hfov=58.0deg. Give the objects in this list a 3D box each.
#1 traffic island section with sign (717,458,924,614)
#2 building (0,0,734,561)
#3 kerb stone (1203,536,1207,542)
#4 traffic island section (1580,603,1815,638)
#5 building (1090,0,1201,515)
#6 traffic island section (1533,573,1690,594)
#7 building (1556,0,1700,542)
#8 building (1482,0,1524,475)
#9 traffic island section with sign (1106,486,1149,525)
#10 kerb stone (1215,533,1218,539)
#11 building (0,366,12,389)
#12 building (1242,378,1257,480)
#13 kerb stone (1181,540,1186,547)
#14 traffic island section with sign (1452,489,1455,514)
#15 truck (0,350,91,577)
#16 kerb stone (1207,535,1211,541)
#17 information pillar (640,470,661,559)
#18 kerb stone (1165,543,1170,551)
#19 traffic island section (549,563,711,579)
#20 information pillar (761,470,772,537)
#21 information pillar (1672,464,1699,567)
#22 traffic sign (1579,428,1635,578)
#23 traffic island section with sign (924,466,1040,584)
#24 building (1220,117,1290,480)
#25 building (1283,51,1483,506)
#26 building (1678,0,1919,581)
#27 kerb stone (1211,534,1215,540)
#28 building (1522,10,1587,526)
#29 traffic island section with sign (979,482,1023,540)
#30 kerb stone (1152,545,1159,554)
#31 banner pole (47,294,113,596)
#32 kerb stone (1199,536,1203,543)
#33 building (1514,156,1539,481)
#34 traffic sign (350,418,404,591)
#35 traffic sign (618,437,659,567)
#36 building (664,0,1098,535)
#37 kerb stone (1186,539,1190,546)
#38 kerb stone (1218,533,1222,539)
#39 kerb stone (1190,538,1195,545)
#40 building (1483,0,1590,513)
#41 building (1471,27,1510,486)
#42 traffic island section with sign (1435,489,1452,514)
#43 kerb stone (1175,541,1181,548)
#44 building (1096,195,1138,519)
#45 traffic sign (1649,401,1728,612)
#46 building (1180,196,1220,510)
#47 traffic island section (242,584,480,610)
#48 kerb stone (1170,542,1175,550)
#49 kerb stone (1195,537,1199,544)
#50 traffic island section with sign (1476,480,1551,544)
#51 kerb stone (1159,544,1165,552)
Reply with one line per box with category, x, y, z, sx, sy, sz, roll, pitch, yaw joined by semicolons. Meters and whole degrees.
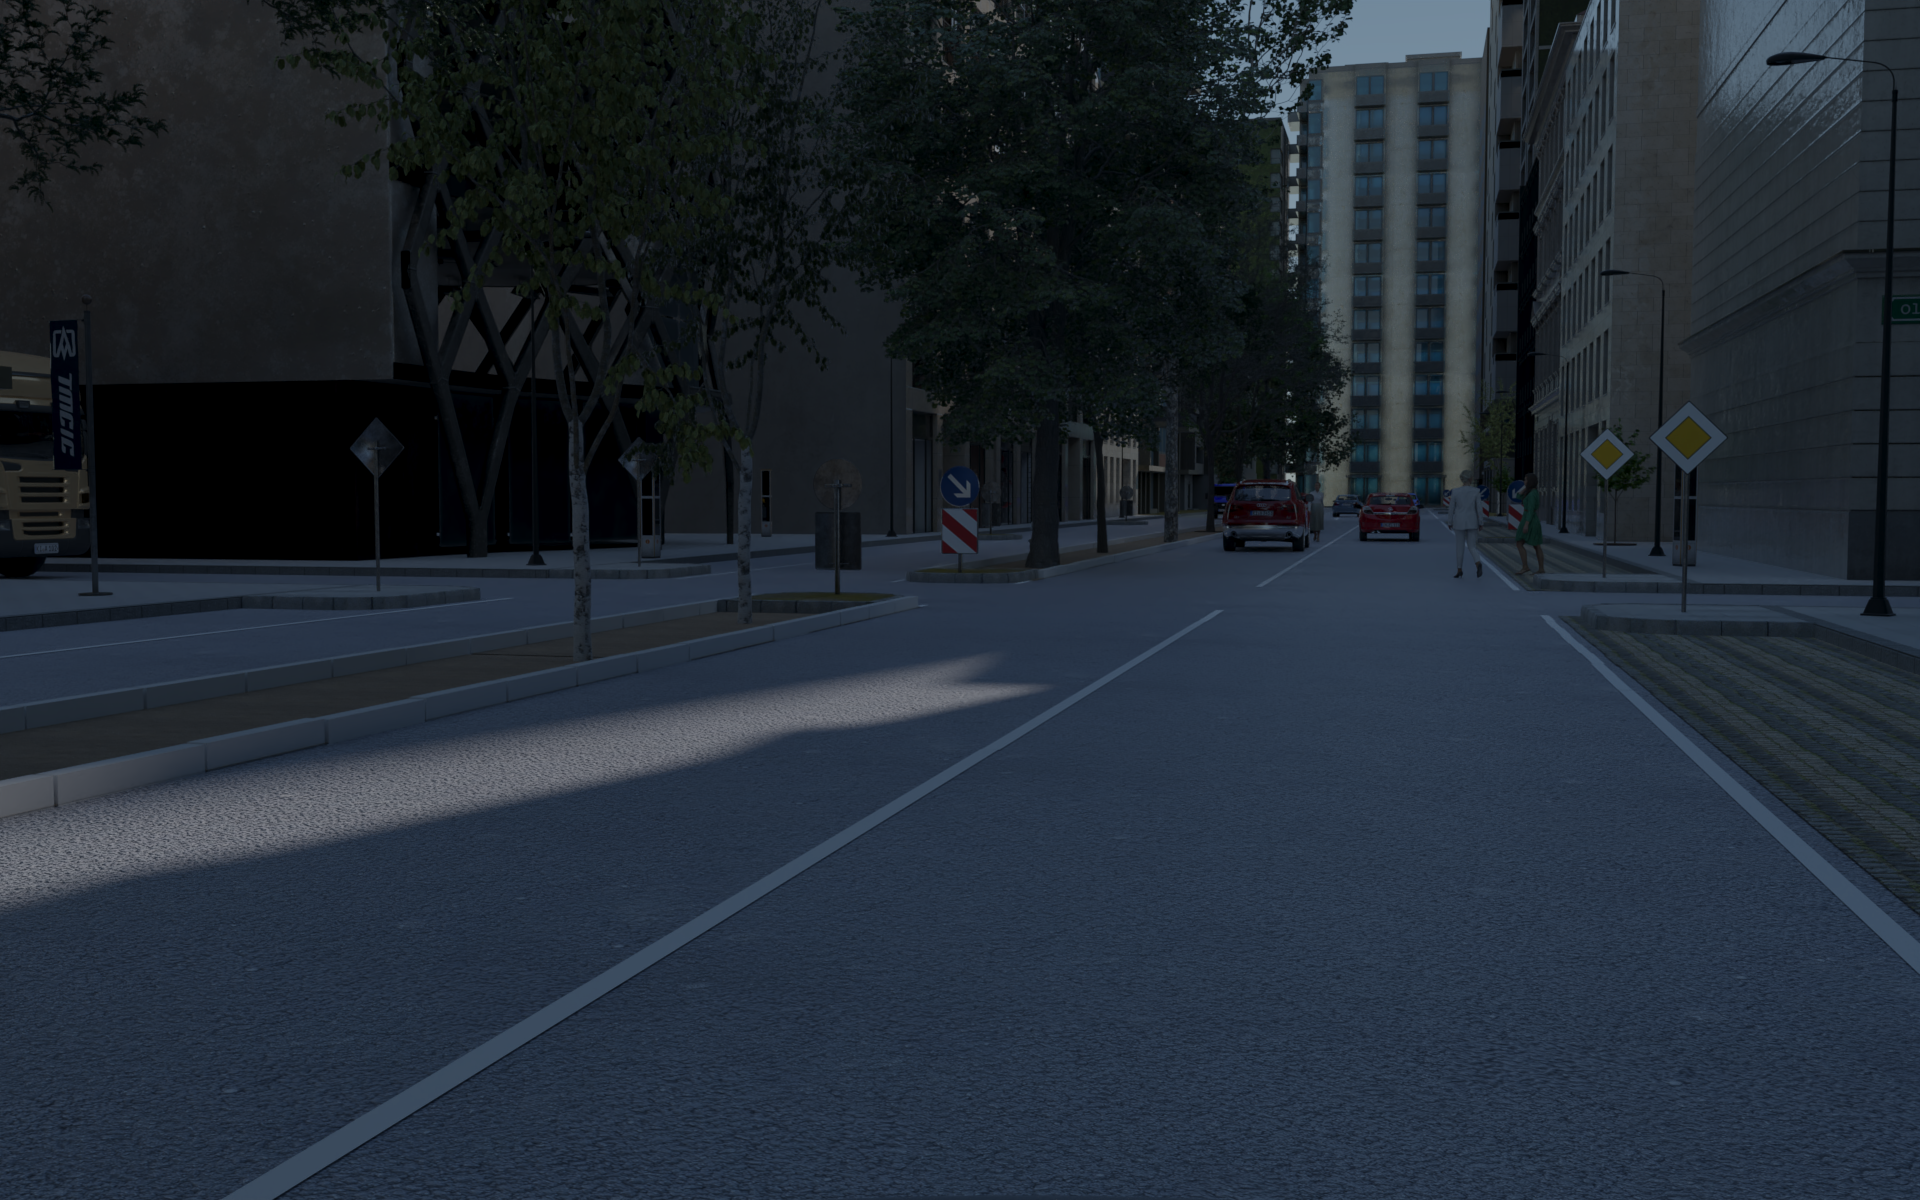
traffic island section with sign;-1.719;-0.820;21.548;2.006;1.907;1.989;1;4;15
building;-14.444;-10.671;41.919;16.820;18.784;16.811;1;4;15
kerb stone;7.175;-1.799;51.617;0.120;0.150;1.000;1;4;15
traffic island section;7.879;0.212;18.810;2.009;0.180;2.903;1;4;15
building;4.678;-28.450;119.786;22.147;44.769;28.867;1;4;15
traffic island section;9.891;-0.260;26.539;2.009;0.180;2.903;1;4;15
building;24.573;-12.117;52.871;10.420;20.320;16.860;1;4;15
building;57.157;-33.701;140.250;28.713;52.752;27.495;1;4;15
traffic island section with sign;7.749;-4.416;80.835;1.989;1.847;2.006;1;4;15
kerb stone;7.953;-1.978;54.597;0.120;0.150;1.000;1;4;15
building;-29.507;-22.076;15.567;28.867;44.769;22.147;1;4;15
building;13.225;-19.812;168.973;28.899;21.520;27.650;1;4;15
kerb stone;5.886;-1.495;46.656;0.120;0.150;1.000;1;4;15
traffic island section with sign;23.011;-4.173;76.855;1.989;1.847;2.006;1;4;15
truck;-19.964;-2.510;29.951;11.283;4.237;2.839;1;4;15
kerb stone;7.432;-1.855;52.611;0.120;0.150;1.000;1;4;15
information pillar;-6.174;-1.838;34.544;0.304;2.012;0.304;1;4;16
kerb stone;5.111;-1.314;43.687;0.120;0.150;1.000;1;4;15
traffic island section;-5.682;-0.508;30.583;2.009;0.180;2.903;1;4;15
information pillar;-5.796;-2.897;51.861;0.304;2.012;0.304;0;4;0
information pillar;12.877;-1.605;30.741;0.304;2.012;0.304;0;4;-5
traffic sign;9.866;-1.396;26.468;0.795;2.450;0.064;1;4;15
traffic island section with sign;0.157;-1.259;28.715;2.006;1.907;1.989;1;4;15
building;29.066;-31.137;192.682;14.086;41.232;14.154;1;4;15
building;51.706;-34.949;191.021;30.456;49.044;23.786;1;4;15
building;35.950;-15.335;27.149;44.131;29.872;17.030;1;4;15
kerb stone;7.689;-1.921;53.600;0.120;0.150;1.000;1;4;15
building;29.681;-14.368;71.077;11.583;22.565;21.152;1;4;15
traffic island section with sign;0.902;-2.808;54.541;1.989;1.847;2.006;1;4;15
kerb stone;4.593;-1.193;41.702;0.120;0.150;1.000;1;4;15
banner pole;-11.173;-1.951;21.915;0.863;3.779;0.401;1;4;20
kerb stone;6.911;-1.737;50.625;0.120;0.150;1.000;1;4;15
building;35.461;-15.840;88.662;12.332;23.373;15.834;1;4;15
traffic sign;-7.669;-1.171;22.787;0.795;2.450;0.064;1;4;15
traffic sign;-5.657;-1.644;30.515;0.795;2.450;0.064;1;4;15
building;-6.707;-16.397;72.610;19.350;26.468;34.151;1;4;15
kerb stone;6.140;-1.557;47.646;0.120;0.150;1.000;1;4;15
kerb stone;8.212;-2.040;55.587;0.120;0.150;1.000;1;4;15
kerb stone;6.405;-1.617;48.633;0.120;0.150;1.000;1;4;15
building;47.034;-41.510;116.938;20.563;71.187;20.611;1;4;15
building;56.020;-31.343;162.575;14.600;45.320;14.200;1;4;15
traffic island section with sign;35.625;-7.138;125.340;1.989;1.847;2.006;1;4;15
kerb stone;5.630;-1.434;45.665;0.120;0.150;1.000;1;4;15
building;3.546;-14.794;96.638;10.420;20.320;16.860;1;4;15
traffic sign;7.854;-0.923;18.739;0.795;2.450;0.064;1;4;15
building;13.332;-22.534;140.137;14.160;30.474;14.107;1;4;15
traffic island section;-7.694;-0.035;22.855;2.009;0.180;2.903;1;4;15
kerb stone;5.364;-1.375;44.677;0.120;0.150;1.000;1;4;15
kerb stone;6.656;-1.674;49.625;0.120;0.150;1.000;1;4;15
traffic island section with sign;16.221;-2.577;50.766;1.989;1.847;2.006;1;4;15
kerb stone;4.855;-1.254;42.697;0.120;0.150;1.000;1;4;15
